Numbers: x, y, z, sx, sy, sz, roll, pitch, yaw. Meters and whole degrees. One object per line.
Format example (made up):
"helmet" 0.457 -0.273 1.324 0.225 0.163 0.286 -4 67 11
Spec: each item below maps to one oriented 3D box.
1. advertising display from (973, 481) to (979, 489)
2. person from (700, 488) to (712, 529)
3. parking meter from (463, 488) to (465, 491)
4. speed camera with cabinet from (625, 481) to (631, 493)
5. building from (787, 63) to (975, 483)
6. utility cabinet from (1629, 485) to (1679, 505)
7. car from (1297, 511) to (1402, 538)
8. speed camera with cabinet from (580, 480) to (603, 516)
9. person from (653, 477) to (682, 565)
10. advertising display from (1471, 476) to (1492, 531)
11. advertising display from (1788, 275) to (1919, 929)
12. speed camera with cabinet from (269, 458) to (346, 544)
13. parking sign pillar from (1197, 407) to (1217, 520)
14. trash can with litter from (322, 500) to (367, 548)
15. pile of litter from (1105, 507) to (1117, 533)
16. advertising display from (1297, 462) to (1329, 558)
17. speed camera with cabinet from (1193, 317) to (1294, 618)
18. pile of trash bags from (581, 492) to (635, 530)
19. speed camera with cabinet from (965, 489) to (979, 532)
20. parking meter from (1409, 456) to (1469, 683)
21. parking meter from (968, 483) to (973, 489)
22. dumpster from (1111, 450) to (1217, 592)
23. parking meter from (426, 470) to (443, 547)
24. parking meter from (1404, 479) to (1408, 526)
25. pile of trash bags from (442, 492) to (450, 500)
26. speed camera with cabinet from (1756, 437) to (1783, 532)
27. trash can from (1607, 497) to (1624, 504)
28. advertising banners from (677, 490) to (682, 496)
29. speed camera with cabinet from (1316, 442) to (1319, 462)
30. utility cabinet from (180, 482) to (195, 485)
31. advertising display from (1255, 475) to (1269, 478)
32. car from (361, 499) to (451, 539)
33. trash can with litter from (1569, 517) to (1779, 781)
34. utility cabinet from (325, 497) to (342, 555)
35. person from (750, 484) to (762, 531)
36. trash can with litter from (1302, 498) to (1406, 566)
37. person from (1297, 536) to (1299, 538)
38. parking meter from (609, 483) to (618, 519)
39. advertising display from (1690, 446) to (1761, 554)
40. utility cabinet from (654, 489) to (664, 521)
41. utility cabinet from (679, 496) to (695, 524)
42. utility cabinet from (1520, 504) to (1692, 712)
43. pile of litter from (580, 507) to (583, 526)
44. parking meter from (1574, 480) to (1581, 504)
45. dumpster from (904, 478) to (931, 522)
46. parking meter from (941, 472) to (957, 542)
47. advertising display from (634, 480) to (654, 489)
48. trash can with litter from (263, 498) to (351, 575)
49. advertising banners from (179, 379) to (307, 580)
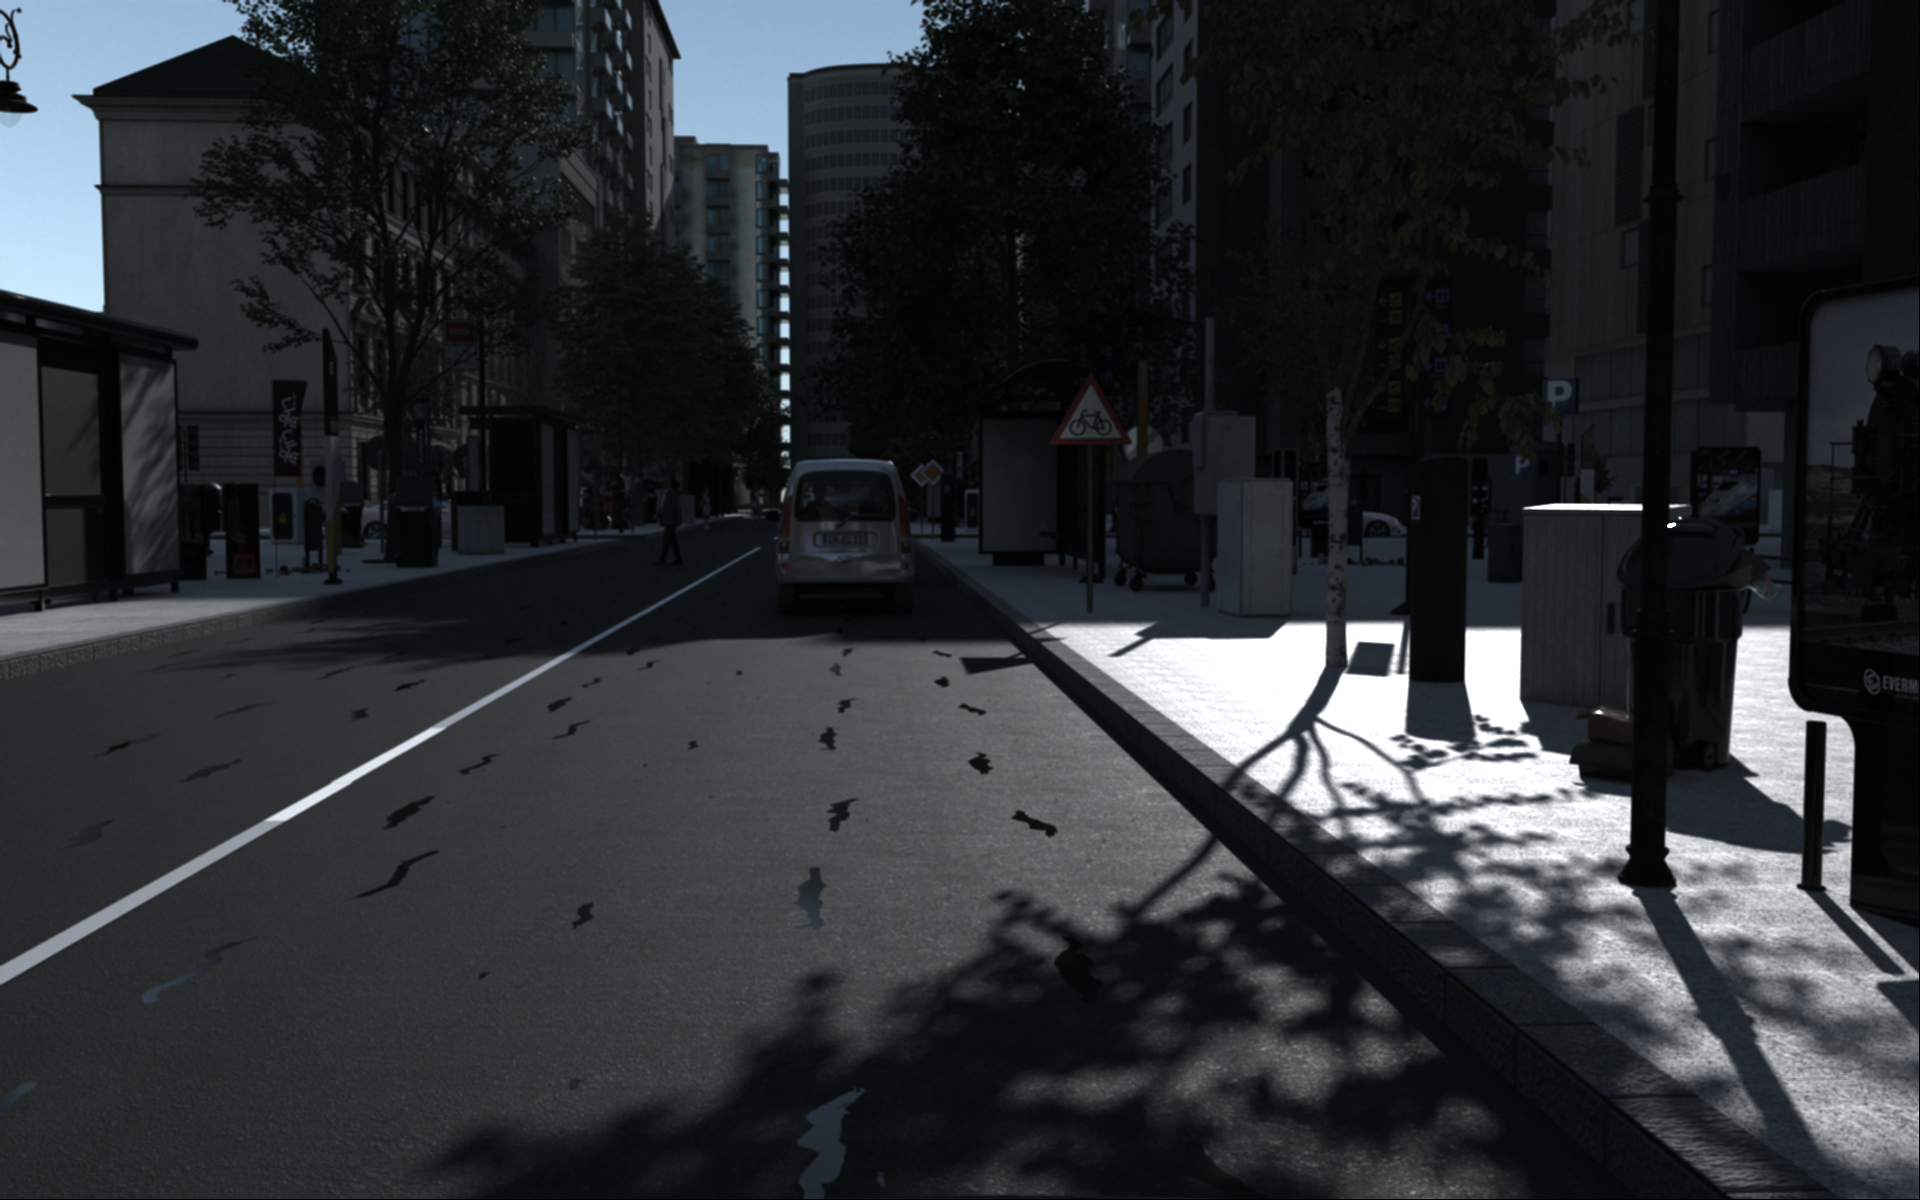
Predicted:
"advertising display" 0.913 -4.983 86.684 0.123 1.923 0.974 -1 4 -22
"person" -10.483 -3.793 71.513 0.522 1.701 0.512 -2 4 -33
"parking meter" -13.332 -2.375 47.250 0.372 1.533 0.369 0 3 0
"speed camera with cabinet" -19.517 -6.725 104.297 0.660 3.252 2.038 1 4 14
"building" -8.972 -42.395 235.158 28.212 58.520 21.231 0 4 -3
"utility cabinet" 17.520 -2.143 43.722 1.173 1.500 0.318 0 4 -7
"car" 11.075 -2.483 52.959 4.827 1.381 2.083 0 4 -3
"speed camera with cabinet" -23.520 -7.023 109.169 2.038 3.252 0.660 1 4 23
"person" -5.927 -1.590 34.893 0.661 1.777 0.834 3 5 41
"advertising display" 18.256 -3.392 60.673 0.123 1.923 0.974 -1 4 -20
"advertising display" 2.855 0.003 5.165 0.123 1.923 0.974 -1 4 -12
"speed camera with cabinet" -16.670 -3.051 44.220 2.038 3.252 0.660 1 4 22
"parking sign pillar" 7.124 -3.669 48.460 1.447 3.967 1.447 -3 5 -43
"trash can with litter" -14.719 -1.839 41.461 1.055 1.170 0.624 1 4 10
"pile of litter" 5.378 -2.630 56.965 1.176 0.858 1.719 -1 4 -9
"advertising display" 7.301 -1.826 35.067 0.974 1.923 0.123 -1 4 -11
"speed camera with cabinet" 3.065 -1.499 18.841 0.660 3.252 2.038 0 4 -6
"pile of trash bags" -13.031 -3.323 64.076 1.912 1.369 3.447 -1 4 -12
"speed camera with cabinet" 0.985 -3.931 58.613 0.660 3.252 2.038 -3 4 -37
"parking meter" 3.293 -0.214 11.915 0.372 1.533 0.369 0 3 0
"parking meter" 0.562 -5.380 93.666 0.255 1.863 0.399 -1 4 -13
"dumpster" 2.788 -1.081 23.430 1.264 1.857 1.865 0 4 -3
"parking meter" -12.653 -2.195 41.604 0.399 1.863 0.255 -2 4 -29
"parking meter" 17.826 -3.853 68.708 0.255 1.863 0.399 -1 4 -18
"pile of trash bags" -19.221 -3.552 67.830 3.447 1.369 1.912 2 4 24
"speed camera with cabinet" 27.916 -3.975 59.333 0.660 3.252 2.038 -1 4 -15
"trash can" 30.350 -4.195 80.249 0.748 1.137 0.748 0 3 0
"advertising banners" -17.059 -6.656 105.008 0.090 3.025 2.074 -2 4 -28
"speed camera with cabinet" 12.097 -3.918 58.401 0.660 3.252 2.038 1 4 22
"utility cabinet" -13.931 -1.373 31.126 0.318 1.500 1.173 -2 4 -29
"advertising display" 10.161 -3.335 59.738 0.974 1.923 0.123 2 4 26
"car" -15.493 -2.349 50.762 4.827 1.381 2.083 0 4 -3
"trash can with litter" 3.288 0.207 8.007 0.624 1.170 1.055 3 5 43
"utility cabinet" -13.386 -1.582 37.024 0.306 1.237 1.020 -1 4 -22
"person" -7.929 -3.602 67.397 0.555 1.821 0.388 2 4 27
"trash can with litter" 7.346 -1.241 31.349 2.233 1.210 1.678 3 5 40
"person" 10.594 -2.789 54.771 0.731 1.740 0.598 0 4 8
"parking meter" -18.041 -5.169 90.232 0.255 1.863 0.399 3 4 38
"advertising display" 10.413 -1.124 23.588 0.974 1.923 0.123 -1 4 -9
"utility cabinet" -14.539 -4.575 83.488 1.173 1.500 0.318 -2 4 -28
"utility cabinet" -12.036 -3.915 75.168 1.020 1.237 0.306 0 4 -1
"utility cabinet" 3.850 0.046 10.408 0.306 1.237 1.020 -2 4 -29
"pile of litter" -15.454 -3.427 69.989 1.176 0.858 1.719 2 4 25
"parking meter" 25.396 -4.002 71.145 0.255 1.863 0.399 1 4 10
"dumpster" -1.768 -4.668 78.821 1.502 2.255 1.985 0 4 -3
"parking meter" -0.304 -2.507 46.705 0.399 1.863 0.255 1 4 14
"advertising display" -14.025 -4.375 76.749 0.974 1.923 0.123 -2 4 -31
"trash can with litter" -10.872 -1.060 28.394 1.678 1.210 2.233 0 4 4
"advertising banners" -10.905 -1.835 26.196 2.074 3.025 0.090 -2 4 -35
